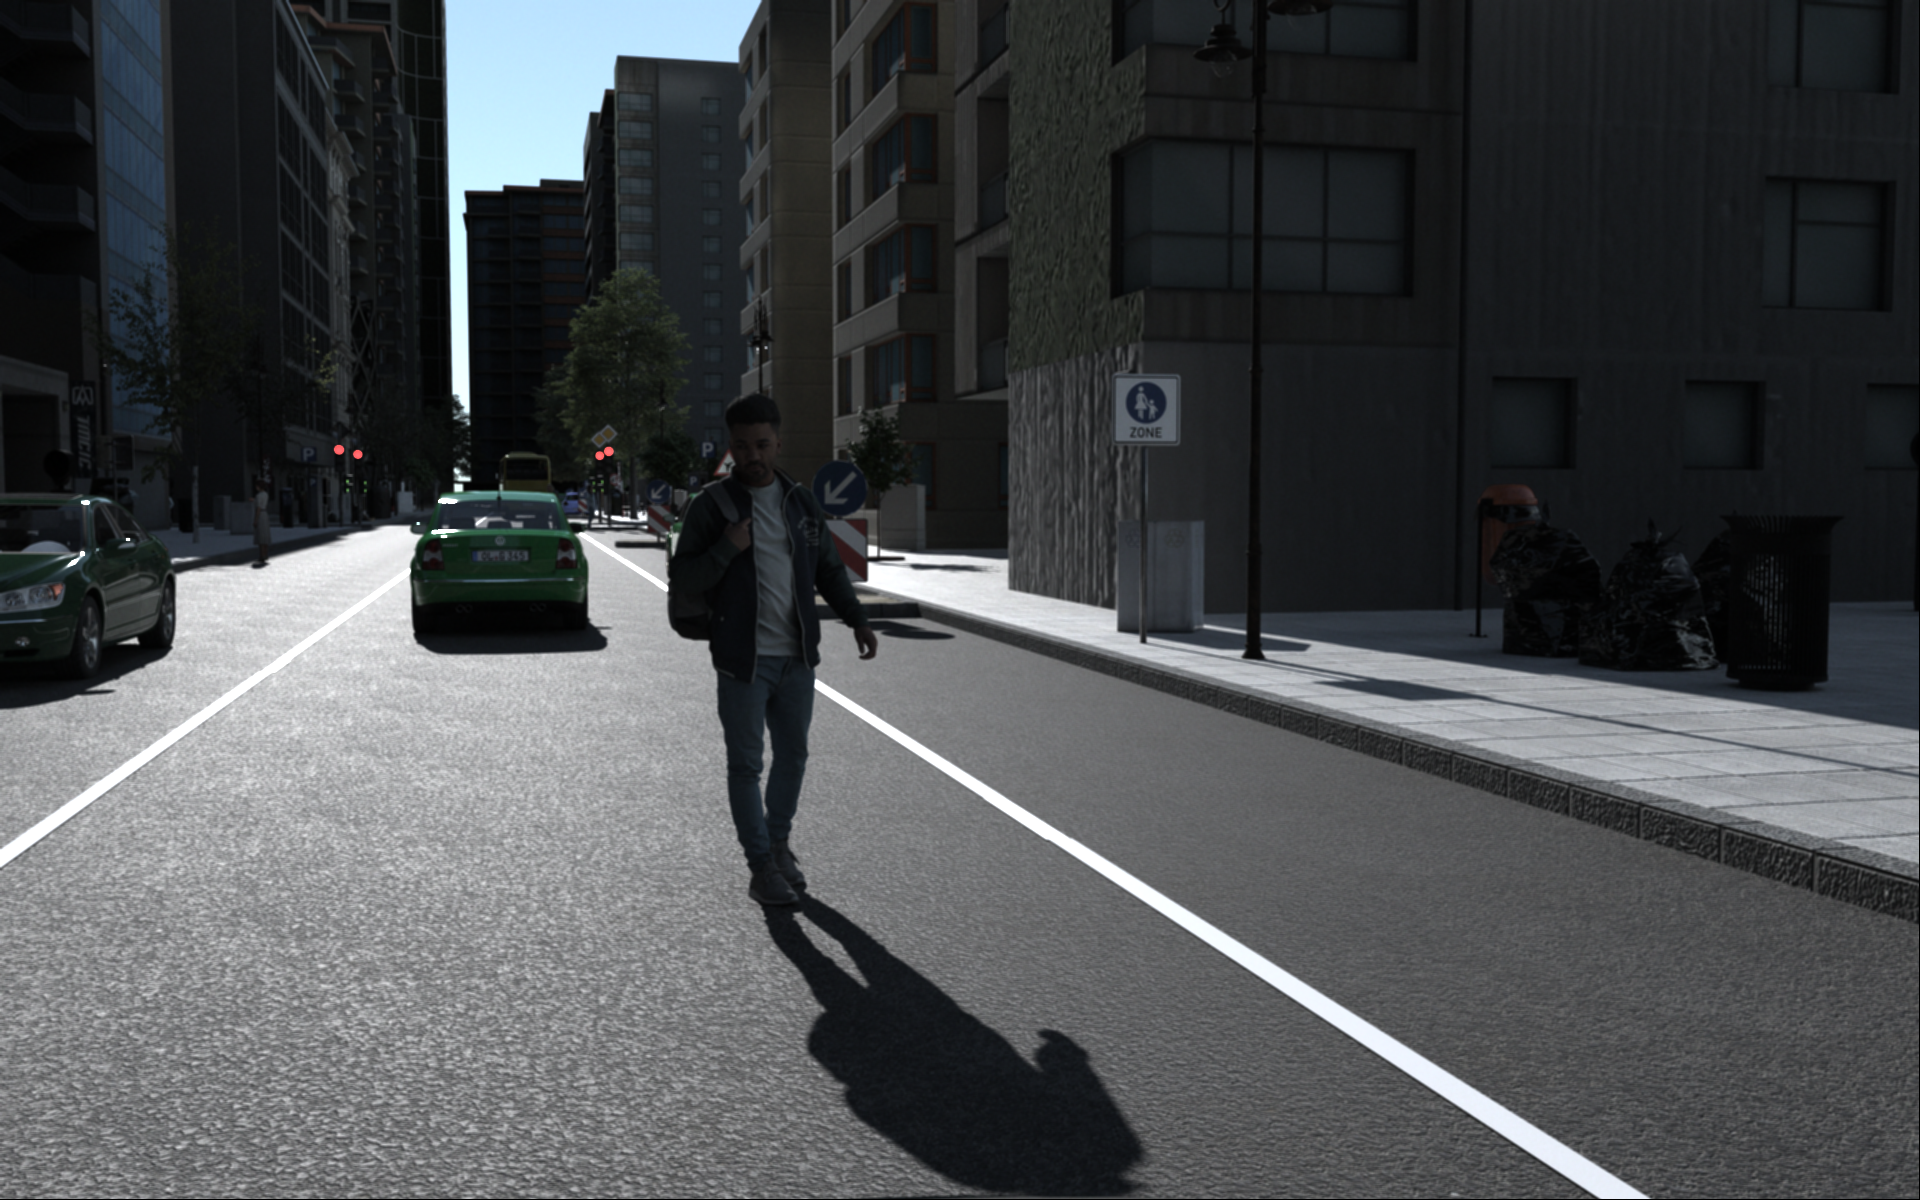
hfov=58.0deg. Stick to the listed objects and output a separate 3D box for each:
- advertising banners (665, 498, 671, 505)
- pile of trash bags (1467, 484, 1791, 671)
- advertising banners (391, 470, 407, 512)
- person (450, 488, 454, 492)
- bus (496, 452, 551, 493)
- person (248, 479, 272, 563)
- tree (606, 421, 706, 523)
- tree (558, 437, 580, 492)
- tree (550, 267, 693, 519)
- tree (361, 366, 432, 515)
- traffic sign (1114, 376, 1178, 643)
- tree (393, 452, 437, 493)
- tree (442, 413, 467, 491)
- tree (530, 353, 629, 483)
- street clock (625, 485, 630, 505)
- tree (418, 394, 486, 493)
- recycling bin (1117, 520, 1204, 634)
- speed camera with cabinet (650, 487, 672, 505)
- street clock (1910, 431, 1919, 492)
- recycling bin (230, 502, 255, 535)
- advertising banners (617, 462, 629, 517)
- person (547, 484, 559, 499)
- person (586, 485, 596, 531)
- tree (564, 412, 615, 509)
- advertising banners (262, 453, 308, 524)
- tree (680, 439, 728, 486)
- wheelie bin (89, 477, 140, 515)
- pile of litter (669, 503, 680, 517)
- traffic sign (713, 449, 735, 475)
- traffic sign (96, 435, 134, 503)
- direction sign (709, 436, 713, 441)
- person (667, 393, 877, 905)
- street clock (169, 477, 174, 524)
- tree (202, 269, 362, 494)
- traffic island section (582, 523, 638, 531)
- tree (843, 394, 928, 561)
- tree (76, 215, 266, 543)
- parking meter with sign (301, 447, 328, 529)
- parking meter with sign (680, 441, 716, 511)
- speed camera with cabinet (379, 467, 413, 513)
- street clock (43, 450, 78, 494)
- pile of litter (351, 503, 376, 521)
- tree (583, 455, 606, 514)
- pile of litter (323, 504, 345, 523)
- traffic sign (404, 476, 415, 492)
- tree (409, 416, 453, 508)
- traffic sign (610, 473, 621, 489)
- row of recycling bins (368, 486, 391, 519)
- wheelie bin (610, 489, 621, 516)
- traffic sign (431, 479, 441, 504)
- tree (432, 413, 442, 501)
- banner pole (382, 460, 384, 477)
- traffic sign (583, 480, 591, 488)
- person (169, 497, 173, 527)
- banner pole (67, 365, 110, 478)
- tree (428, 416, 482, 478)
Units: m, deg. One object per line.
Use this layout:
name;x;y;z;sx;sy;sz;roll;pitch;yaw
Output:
advertising banners;-24.209;-9.082;144.681;2.074;3.025;0.090;2;4;34
pile of trash bags;5.221;-0.275;14.241;1.912;1.369;3.447;-1;4;-13
advertising banners;-41.304;-7.950;126.177;2.074;3.025;0.090;0;4;-1
person;-28.858;-5.470;98.281;0.374;1.781;0.599;2;4;35
bus;-25.451;-6.691;100.951;2.896;3.916;12.252;-1;4;-16
person;-14.738;-1.668;36.338;0.524;1.755;0.480;0;4;1
tree;-13.022;-5.788;78.348;4.285;4.588;4.351;0;3;0
tree;-41.442;-14.354;185.041;4.360;8.622;3.978;0;3;0
tree;-16.810;-10.326;86.962;7.486;12.596;7.792;0;3;0
tree;-32.562;-9.016;97.778;4.360;8.622;3.978;0;3;0
traffic sign;1.577;-0.778;14.842;0.606;2.300;0.079;-1;4;-12
tree;-42.983;-9.357;136.702;4.285;4.588;4.351;0;3;0
tree;-46.523;-12.487;154.530;4.360;8.622;3.978;0;3;0
tree;-33.192;-15.093;153.429;9.857;13.997;8.962;0;3;0
street clock;-25.874;-7.960;134.709;0.471;2.002;0.358;3;4;38
tree;-57.581;-16.981;195.762;7.486;12.596;7.792;0;3;0
recycling bin;1.896;-0.231;16.327;0.722;1.027;0.722;1;4;16
speed camera with cabinet;-21.868;-8.092;126.643;0.660;3.252;2.038;-3;5;-44
street clock;10.302;-0.840;18.302;0.471;2.002;0.358;1;4;18
recycling bin;-22.699;-2.588;54.865;0.722;1.027;0.722;-1;4;-16
advertising banners;-18.667;-6.101;95.933;0.090;3.025;2.074;0;4;6
person;-14.598;-3.254;61.882;0.537;1.800;0.526;0;4;6
person;-14.317;-3.567;67.091;0.793;1.790;0.793;-2;4;-32
tree;-35.987;-13.076;164.152;4.737;8.622;4.395;0;3;0
advertising banners;-29.148;-4.814;74.893;2.074;3.025;0.090;-1;4;-20
tree;-8.580;-4.007;60.117;1.663;3.219;1.824;0;3;0
wheelie bin;-15.914;-1.508;32.571;0.980;1.594;0.693;-3;5;-43
pile of litter;-15.904;-5.033;96.260;1.719;0.858;1.176;1;4;9
traffic sign;-6.600;-3.027;49.495;0.884;2.594;0.081;-1;4;-10
traffic sign;-14.727;-1.718;30.213;0.606;2.300;0.079;0;4;-8
direction sign;-9.761;-4.653;68.068;0.379;3.537;0.876;-1;4;-15
person;-0.703;0.166;6.140;0.623;1.781;0.721;-3;5;-43
street clock;-33.673;-4.235;73.809;0.358;2.002;0.471;-3;5;-41
tree;-23.072;-6.546;57.383;4.360;8.622;3.978;0;3;0
traffic island section;-14.017;-2.879;69.357;2.009;0.180;2.903;-1;4;-14
tree;-1.455;-2.392;33.713;1.663;3.219;1.824;0;3;0
tree;-20.253;-5.798;45.160;4.737;8.622;4.395;0;3;0
parking meter with sign;-24.140;-4.196;64.865;0.543;3.016;1.738;0;4;-6
parking meter with sign;-8.589;-3.693;56.635;0.543;3.016;1.738;1;4;18
speed camera with cabinet;-37.515;-7.392;115.194;2.038;3.252;0.660;-2;4;-32
street clock;-14.797;-1.466;28.538;0.471;2.002;0.358;0;4;7
pile of litter;-28.387;-4.184;82.366;1.176;0.858;1.719;-1;4;-16
tree;-22.705;-7.841;111.920;4.285;4.588;4.351;0;3;0
pile of litter;-28.412;-3.877;77.348;1.719;0.858;1.176;0;4;-1
traffic sign;-39.161;-7.532;123.259;0.768;2.556;0.104;0;4;-6
tree;-49.241;-12.933;161.814;4.737;8.622;4.395;0;3;0
traffic sign;-20.910;-6.415;104.994;0.768;2.556;0.104;0;4;-7
row of recycling bins;-30.333;-5.097;90.442;1.069;1.692;3.534;-1;4;-14
wheelie bin;-20.262;-5.755;102.001;0.693;1.594;0.980;-3;5;-41
traffic sign;-44.675;-9.025;147.670;0.768;2.556;0.104;-1;4;-13
tree;-34.629;-9.535;106.264;4.360;8.622;3.978;0;3;0
banner pole;-42.743;-8.460;128.343;0.401;3.779;0.863;-2;4;-29
traffic sign;-31.815;-9.049;148.061;0.768;2.556;0.104;-1;4;-10
person;-31.036;-3.509;67.686;0.589;1.601;0.330;1;4;18
banner pole;-16.845;-2.671;33.685;0.863;3.779;0.401;-1;4;-18
tree;-60.683;-16.677;207.082;7.601;10.594;8.767;0;4;-5
